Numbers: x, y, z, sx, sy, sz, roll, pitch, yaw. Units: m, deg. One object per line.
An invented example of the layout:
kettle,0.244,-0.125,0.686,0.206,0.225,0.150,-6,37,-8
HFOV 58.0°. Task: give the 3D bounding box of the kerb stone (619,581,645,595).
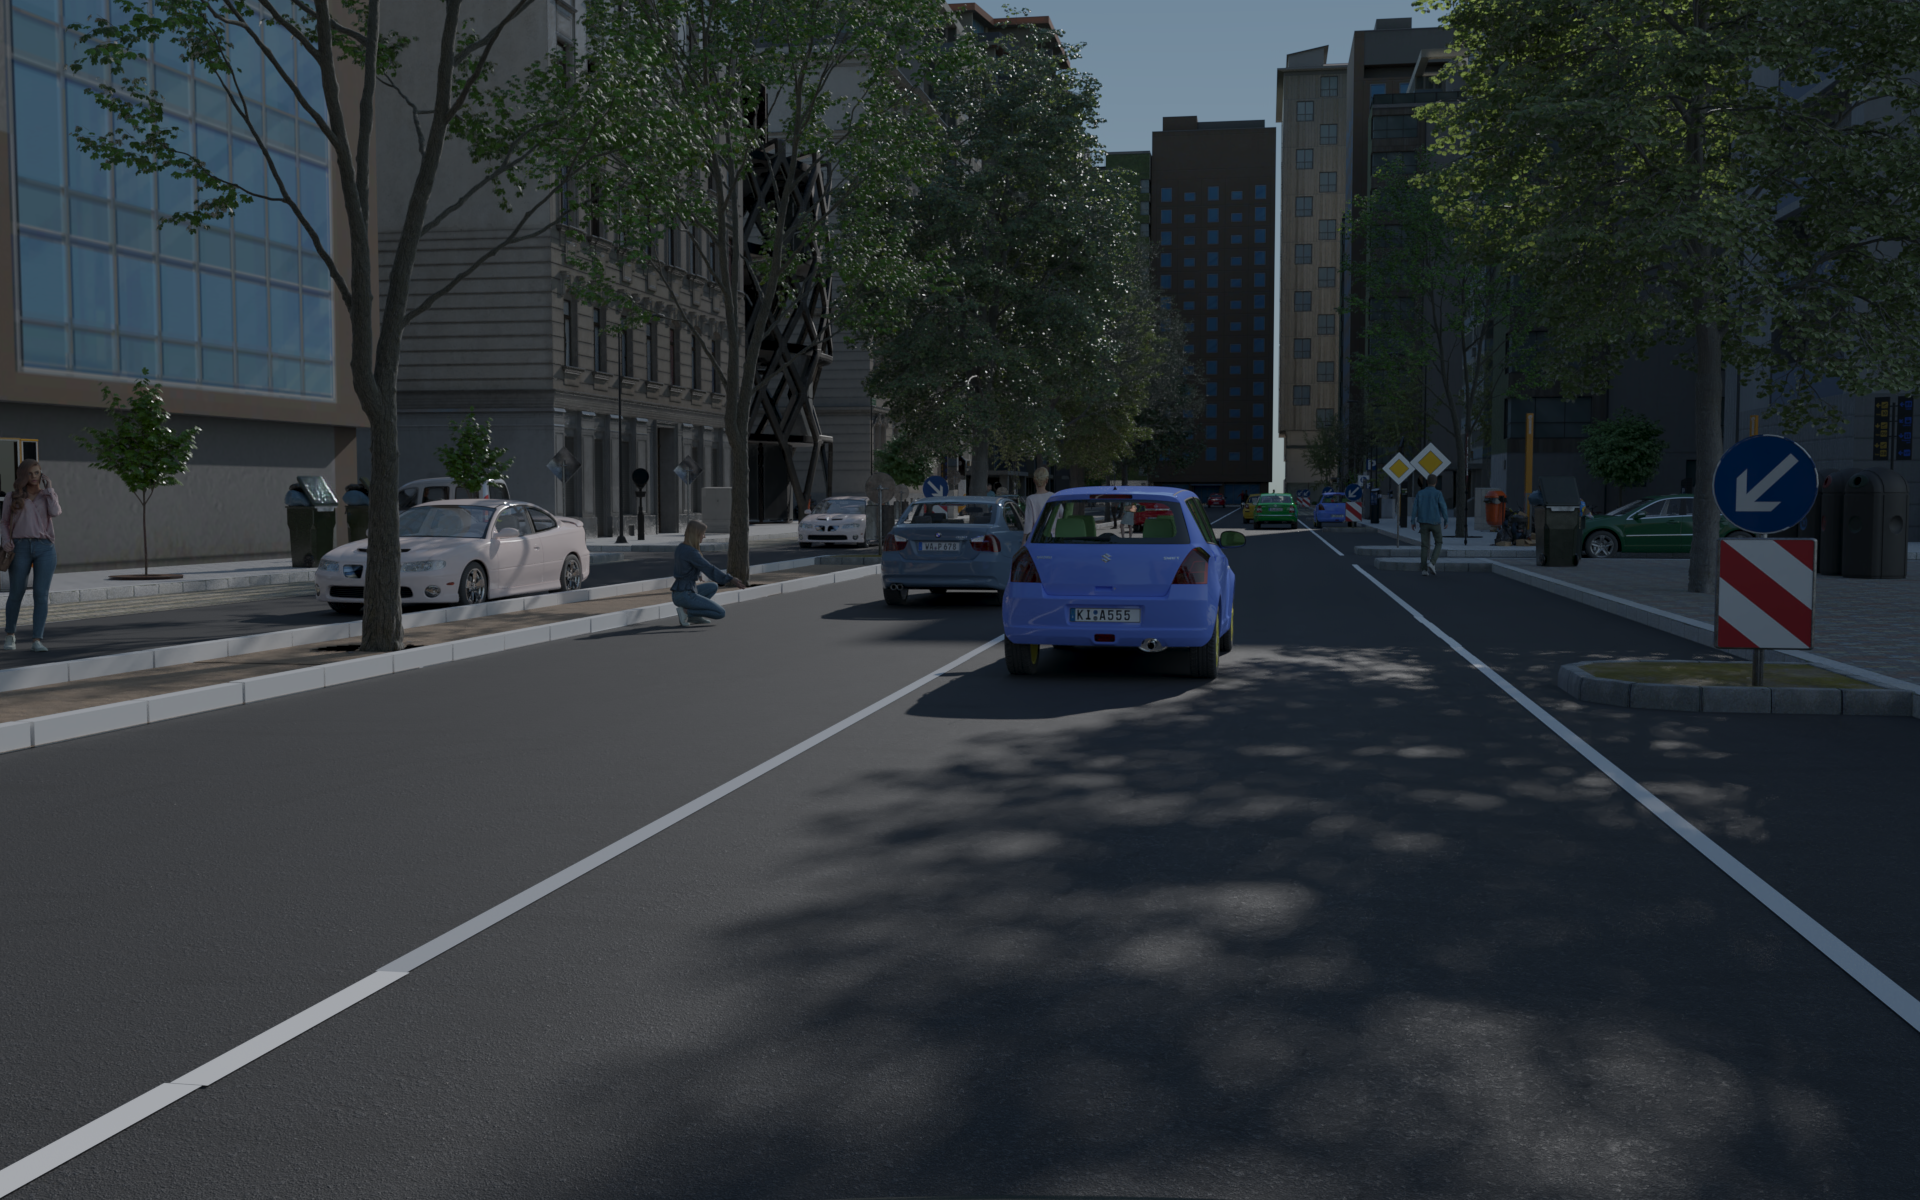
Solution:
kerb stone,-4.779,-0.158,24.778,0.120,0.150,1.000,1,4,10

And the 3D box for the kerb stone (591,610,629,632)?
kerb stone,-3.775,0.235,18.375,0.120,0.150,1.000,1,4,10

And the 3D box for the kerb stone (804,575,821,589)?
kerb stone,-2.351,-0.260,26.448,0.120,0.150,1.000,1,4,10

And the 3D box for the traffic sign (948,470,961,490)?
traffic sign,-0.313,-5.700,93.297,0.768,2.556,0.104,1,4,17

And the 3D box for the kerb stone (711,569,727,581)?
kerb stone,-4.066,-0.404,28.808,0.120,0.150,1.000,1,4,10

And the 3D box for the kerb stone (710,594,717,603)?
kerb stone,-3.252,0.049,21.401,0.120,0.150,1.000,1,4,10

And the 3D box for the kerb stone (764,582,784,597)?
kerb stone,-2.717,-0.132,24.420,0.120,0.150,1.000,1,4,10

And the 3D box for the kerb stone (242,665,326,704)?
kerb stone,-4.847,0.604,12.315,0.120,0.150,1.000,1,4,10

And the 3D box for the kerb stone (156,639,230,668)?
kerb stone,-6.562,0.460,14.682,0.120,0.150,1.000,1,4,10

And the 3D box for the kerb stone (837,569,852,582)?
kerb stone,-1.989,-0.384,28.478,0.120,0.150,1.000,1,4,10

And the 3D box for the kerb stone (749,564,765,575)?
kerb stone,-3.718,-0.523,30.828,0.120,0.150,1.000,1,4,10

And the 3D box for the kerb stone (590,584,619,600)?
kerb stone,-4.956,-0.096,23.771,0.120,0.150,1.000,1,4,10

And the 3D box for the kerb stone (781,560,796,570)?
kerb stone,-3.353,-0.652,32.852,0.120,0.150,1.000,1,4,10

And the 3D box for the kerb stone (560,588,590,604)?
kerb stone,-5.141,-0.035,22.762,0.120,0.150,1.000,1,4,10

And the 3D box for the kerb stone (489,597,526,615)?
kerb stone,-5.499,0.088,20.750,0.120,0.150,1.000,1,4,10

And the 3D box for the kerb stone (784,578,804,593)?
kerb stone,-2.525,-0.197,25.438,0.120,0.150,1.000,1,4,10

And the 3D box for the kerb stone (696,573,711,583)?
kerb stone,-4.250,-0.343,27.802,0.120,0.150,1.000,1,4,10

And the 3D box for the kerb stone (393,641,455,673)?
kerb stone,-4.493,0.480,14.342,0.120,0.150,1.000,1,4,10

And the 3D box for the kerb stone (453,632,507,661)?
kerb stone,-4.314,0.419,15.349,0.120,0.150,1.000,1,4,10

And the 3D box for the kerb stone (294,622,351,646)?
kerb stone,-6.210,0.336,16.698,0.120,0.150,1.000,1,4,10

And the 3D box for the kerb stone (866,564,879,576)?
kerb stone,-1.648,-0.508,30.493,0.120,0.150,1.000,1,4,10

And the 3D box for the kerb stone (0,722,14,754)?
kerb stone,-5.391,0.793,9.290,0.120,0.150,1.000,1,4,10

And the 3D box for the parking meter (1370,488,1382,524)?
parking meter,17.995,-4.078,75.087,0.372,1.533,0.369,0,3,0

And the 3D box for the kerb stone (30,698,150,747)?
kerb stone,-5.208,0.732,10.301,0.120,0.150,1.000,1,4,10

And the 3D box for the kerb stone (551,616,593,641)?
kerb stone,-3.958,0.297,17.369,0.120,0.150,1.000,1,4,10

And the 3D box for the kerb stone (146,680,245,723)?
kerb stone,-5.030,0.671,11.308,0.120,0.150,1.000,1,4,10

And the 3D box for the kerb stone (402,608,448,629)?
kerb stone,-5.852,0.212,18.726,0.120,0.150,1.000,1,4,10

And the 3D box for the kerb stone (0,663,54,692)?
kerb stone,-6.921,0.583,12.670,0.120,0.150,1.000,1,4,10

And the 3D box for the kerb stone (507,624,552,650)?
kerb stone,-4.139,0.358,16.358,0.120,0.150,1.000,1,4,10

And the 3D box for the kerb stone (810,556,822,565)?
kerb stone,-3.008,-0.772,34.872,0.120,0.150,1.000,1,4,10

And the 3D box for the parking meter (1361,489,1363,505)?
parking meter,21.762,-5.181,93.115,0.372,1.533,0.369,0,3,0

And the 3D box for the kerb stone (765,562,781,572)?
kerb stone,-3.533,-0.590,31.837,0.120,0.150,1.000,1,4,10

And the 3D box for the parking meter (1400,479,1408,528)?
parking meter,16.914,-3.686,65.970,0.255,1.863,0.399,1,4,13

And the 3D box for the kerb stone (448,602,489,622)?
kerb stone,-5.672,0.151,19.736,0.120,0.150,1.000,1,4,10

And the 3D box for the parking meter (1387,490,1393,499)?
parking meter,27.486,-6.253,110.644,0.372,1.533,0.369,0,3,0

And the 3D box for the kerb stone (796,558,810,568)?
kerb stone,-3.173,-0.714,33.863,0.120,0.150,1.000,1,4,10

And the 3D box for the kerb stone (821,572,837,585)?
kerb stone,-2.178,-0.316,27.462,0.120,0.150,1.000,1,4,10

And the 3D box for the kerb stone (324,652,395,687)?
kerb stone,-4.672,0.542,13.328,0.120,0.150,1.000,1,4,10

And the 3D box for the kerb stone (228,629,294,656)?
kerb stone,-6.385,0.398,15.688,0.120,0.150,1.000,1,4,10

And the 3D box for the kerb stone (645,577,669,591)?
kerb stone,-4.600,-0.220,25.789,0.120,0.150,1.000,1,4,10

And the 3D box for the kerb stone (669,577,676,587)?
kerb stone,-4.421,-0.281,26.795,0.120,0.150,1.000,1,4,10

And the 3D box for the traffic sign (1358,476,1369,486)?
traffic sign,22.026,-5.654,94.568,0.606,2.300,0.079,1,4,17

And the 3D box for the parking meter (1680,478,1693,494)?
parking meter,26.054,-3.452,62.145,0.255,1.863,0.399,0,4,-8

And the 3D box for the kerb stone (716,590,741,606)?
kerb stone,-3.076,-0.013,22.408,0.120,0.150,1.000,1,4,10

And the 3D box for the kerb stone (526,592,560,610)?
kerb stone,-5.315,0.027,21.755,0.120,0.150,1.000,1,4,10

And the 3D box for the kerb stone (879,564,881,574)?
kerb stone,-1.459,-0.569,31.502,0.120,0.150,1.000,1,4,10

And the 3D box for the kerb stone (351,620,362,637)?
kerb stone,-6.035,0.279,17.721,0.120,0.150,1.000,1,4,10

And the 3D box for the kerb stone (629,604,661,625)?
kerb stone,-3.601,0.173,19.382,0.120,0.150,1.000,1,4,10

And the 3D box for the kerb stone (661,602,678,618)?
kerb stone,-3.420,0.113,20.388,0.120,0.150,1.000,1,4,10

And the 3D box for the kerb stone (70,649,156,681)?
kerb stone,-6.744,0.523,13.676,0.120,0.150,1.000,1,4,10

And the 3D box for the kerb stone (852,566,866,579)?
kerb stone,-1.816,-0.446,29.485,0.120,0.150,1.000,1,4,10

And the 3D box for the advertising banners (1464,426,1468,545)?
advertising banners,12.881,-2.927,44.039,0.090,3.025,2.074,1,4,16

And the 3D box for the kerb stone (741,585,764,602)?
kerb stone,-2.890,-0.069,23.413,0.120,0.150,1.000,1,4,10
